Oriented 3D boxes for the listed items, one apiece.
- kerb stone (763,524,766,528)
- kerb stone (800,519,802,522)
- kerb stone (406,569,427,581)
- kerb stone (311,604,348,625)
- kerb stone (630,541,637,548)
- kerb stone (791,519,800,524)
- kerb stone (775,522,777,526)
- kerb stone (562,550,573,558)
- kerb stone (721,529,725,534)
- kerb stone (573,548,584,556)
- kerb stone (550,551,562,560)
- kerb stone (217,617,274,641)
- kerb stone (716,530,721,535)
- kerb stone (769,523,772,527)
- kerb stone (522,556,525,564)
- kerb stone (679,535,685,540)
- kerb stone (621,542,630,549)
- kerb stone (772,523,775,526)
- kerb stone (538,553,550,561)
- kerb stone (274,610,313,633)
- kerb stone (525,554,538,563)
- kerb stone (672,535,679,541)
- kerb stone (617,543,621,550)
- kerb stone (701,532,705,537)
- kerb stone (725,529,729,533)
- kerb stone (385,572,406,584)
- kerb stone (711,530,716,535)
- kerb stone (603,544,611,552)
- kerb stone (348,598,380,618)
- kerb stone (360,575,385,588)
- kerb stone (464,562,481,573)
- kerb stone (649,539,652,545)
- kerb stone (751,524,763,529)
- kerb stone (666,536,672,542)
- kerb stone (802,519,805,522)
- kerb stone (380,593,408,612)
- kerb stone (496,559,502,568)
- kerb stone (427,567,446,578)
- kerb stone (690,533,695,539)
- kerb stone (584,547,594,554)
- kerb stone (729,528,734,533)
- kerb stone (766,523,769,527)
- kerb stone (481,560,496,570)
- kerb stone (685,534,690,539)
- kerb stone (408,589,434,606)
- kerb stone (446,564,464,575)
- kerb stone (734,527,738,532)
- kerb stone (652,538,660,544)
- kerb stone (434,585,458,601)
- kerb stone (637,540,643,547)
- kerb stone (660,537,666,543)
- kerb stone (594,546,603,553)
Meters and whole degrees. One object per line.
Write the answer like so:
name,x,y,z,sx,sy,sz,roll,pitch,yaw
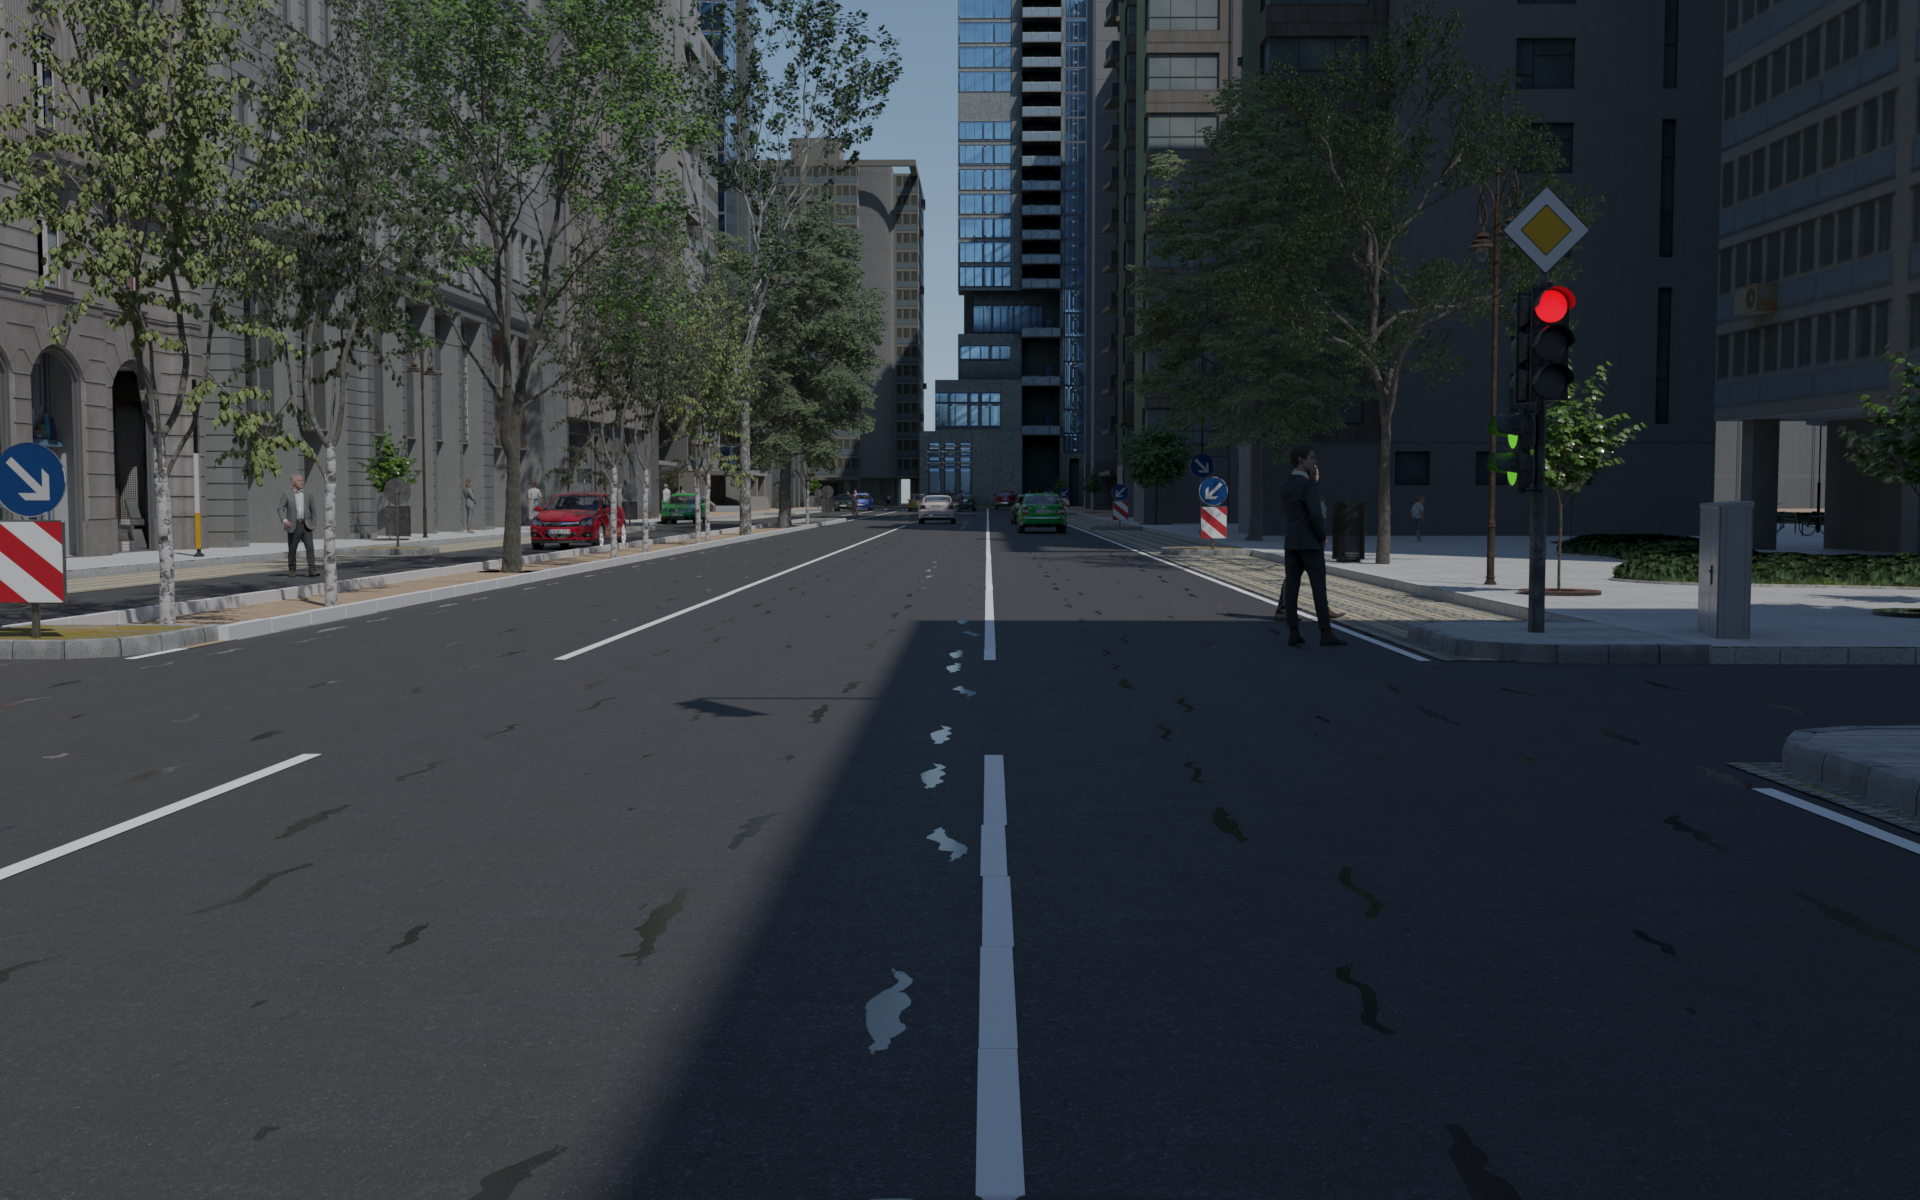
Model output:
kerb stone,-8.389,-3.090,72.755,0.120,0.150,1.000,0,4,1
kerb stone,-8.167,-3.961,87.101,0.120,0.150,1.000,0,4,1
kerb stone,-9.088,-0.395,28.654,0.120,0.150,1.000,0,4,1
kerb stone,-7.126,0.171,19.398,0.120,0.150,1.000,0,4,1
kerb stone,-8.815,-1.458,46.100,0.120,0.150,1.000,0,4,1
kerb stone,-8.179,-3.905,86.079,0.120,0.150,1.000,0,4,1
kerb stone,-8.327,-3.343,76.857,0.120,0.150,1.000,0,4,1
kerb stone,-8.928,-1.020,38.909,0.120,0.150,1.000,0,4,1
kerb stone,-8.566,-2.403,61.488,0.120,0.150,1.000,0,4,1
kerb stone,-8.908,-1.085,39.931,0.120,0.150,1.000,0,4,1
kerb stone,-8.936,-0.955,37.882,0.120,0.150,1.000,0,4,1
kerb stone,-7.159,0.297,17.335,0.120,0.150,1.000,0,4,1
kerb stone,-8.580,-2.341,60.463,0.120,0.150,1.000,0,4,1
kerb stone,-8.361,-3.218,74.804,0.120,0.150,1.000,0,4,1
kerb stone,-8.986,-0.770,34.802,0.120,0.150,1.000,0,4,1
kerb stone,-8.691,-1.902,53.295,0.120,0.150,1.000,0,4,1
kerb stone,-8.827,-1.399,45.076,0.120,0.150,1.000,0,4,1
kerb stone,-8.343,-3.281,75.833,0.120,0.150,1.000,0,4,1
kerb stone,-8.956,-0.896,36.852,0.120,0.150,1.000,0,4,1
kerb stone,-7.144,0.242,18.364,0.120,0.150,1.000,0,4,1
kerb stone,-8.972,-0.831,35.831,0.120,0.150,1.000,0,4,1
kerb stone,-8.713,-1.838,52.272,0.120,0.150,1.000,0,4,1
kerb stone,-8.845,-1.337,44.047,0.120,0.150,1.000,0,4,1
kerb stone,-8.629,-2.153,57.390,0.120,0.150,1.000,0,4,1
kerb stone,-8.554,-2.465,62.515,0.120,0.150,1.000,0,4,1
kerb stone,-9.099,-0.331,27.628,0.120,0.150,1.000,0,4,1
kerb stone,-8.605,-2.276,59.435,0.120,0.150,1.000,0,4,1
kerb stone,-8.857,-1.274,43.022,0.120,0.150,1.000,0,4,1
kerb stone,-7.109,0.108,20.423,0.120,0.150,1.000,0,4,1
kerb stone,-9.114,-0.269,26.605,0.120,0.150,1.000,0,4,1
kerb stone,-9.034,-0.583,31.731,0.120,0.150,1.000,0,4,1
kerb stone,-8.783,-1.587,48.149,0.120,0.150,1.000,0,4,1
kerb stone,-8.406,-3.030,71.733,0.120,0.150,1.000,0,4,1
kerb stone,-8.732,-1.776,51.238,0.120,0.150,1.000,0,4,1
kerb stone,-8.151,-4.030,88.128,0.120,0.150,1.000,0,4,1
kerb stone,-7.096,0.046,21.449,0.120,0.150,1.000,0,4,1
kerb stone,-9.008,-0.709,33.780,0.120,0.150,1.000,0,4,1
kerb stone,-9.072,-0.458,29.679,0.120,0.150,1.000,0,4,1
kerb stone,-8.662,-2.026,55.345,0.120,0.150,1.000,0,4,1
kerb stone,-8.900,-1.148,40.957,0.120,0.150,1.000,0,4,1
kerb stone,-8.533,-2.529,63.545,0.120,0.150,1.000,0,4,1
kerb stone,-8.370,-3.155,73.777,0.120,0.150,1.000,0,4,1
kerb stone,-9.020,-0.641,32.753,0.120,0.150,1.000,0,4,1
kerb stone,-8.678,-1.965,54.317,0.120,0.150,1.000,0,4,1
kerb stone,-7.086,-0.017,22.474,0.120,0.150,1.000,0,4,1
kerb stone,-9.053,-0.512,30.702,0.120,0.150,1.000,0,4,1
kerb stone,-8.519,-2.592,64.567,0.120,0.150,1.000,0,4,1
kerb stone,-8.758,-1.647,49.171,0.120,0.150,1.000,0,4,1
kerb stone,-7.066,-0.079,23.502,0.120,0.150,1.000,0,4,1
kerb stone,-8.792,-1.521,47.122,0.120,0.150,1.000,0,4,1
kerb stone,-8.744,-1.713,50.201,0.120,0.150,1.000,0,4,1
kerb stone,-8.877,-1.210,41.980,0.120,0.150,1.000,0,4,1
